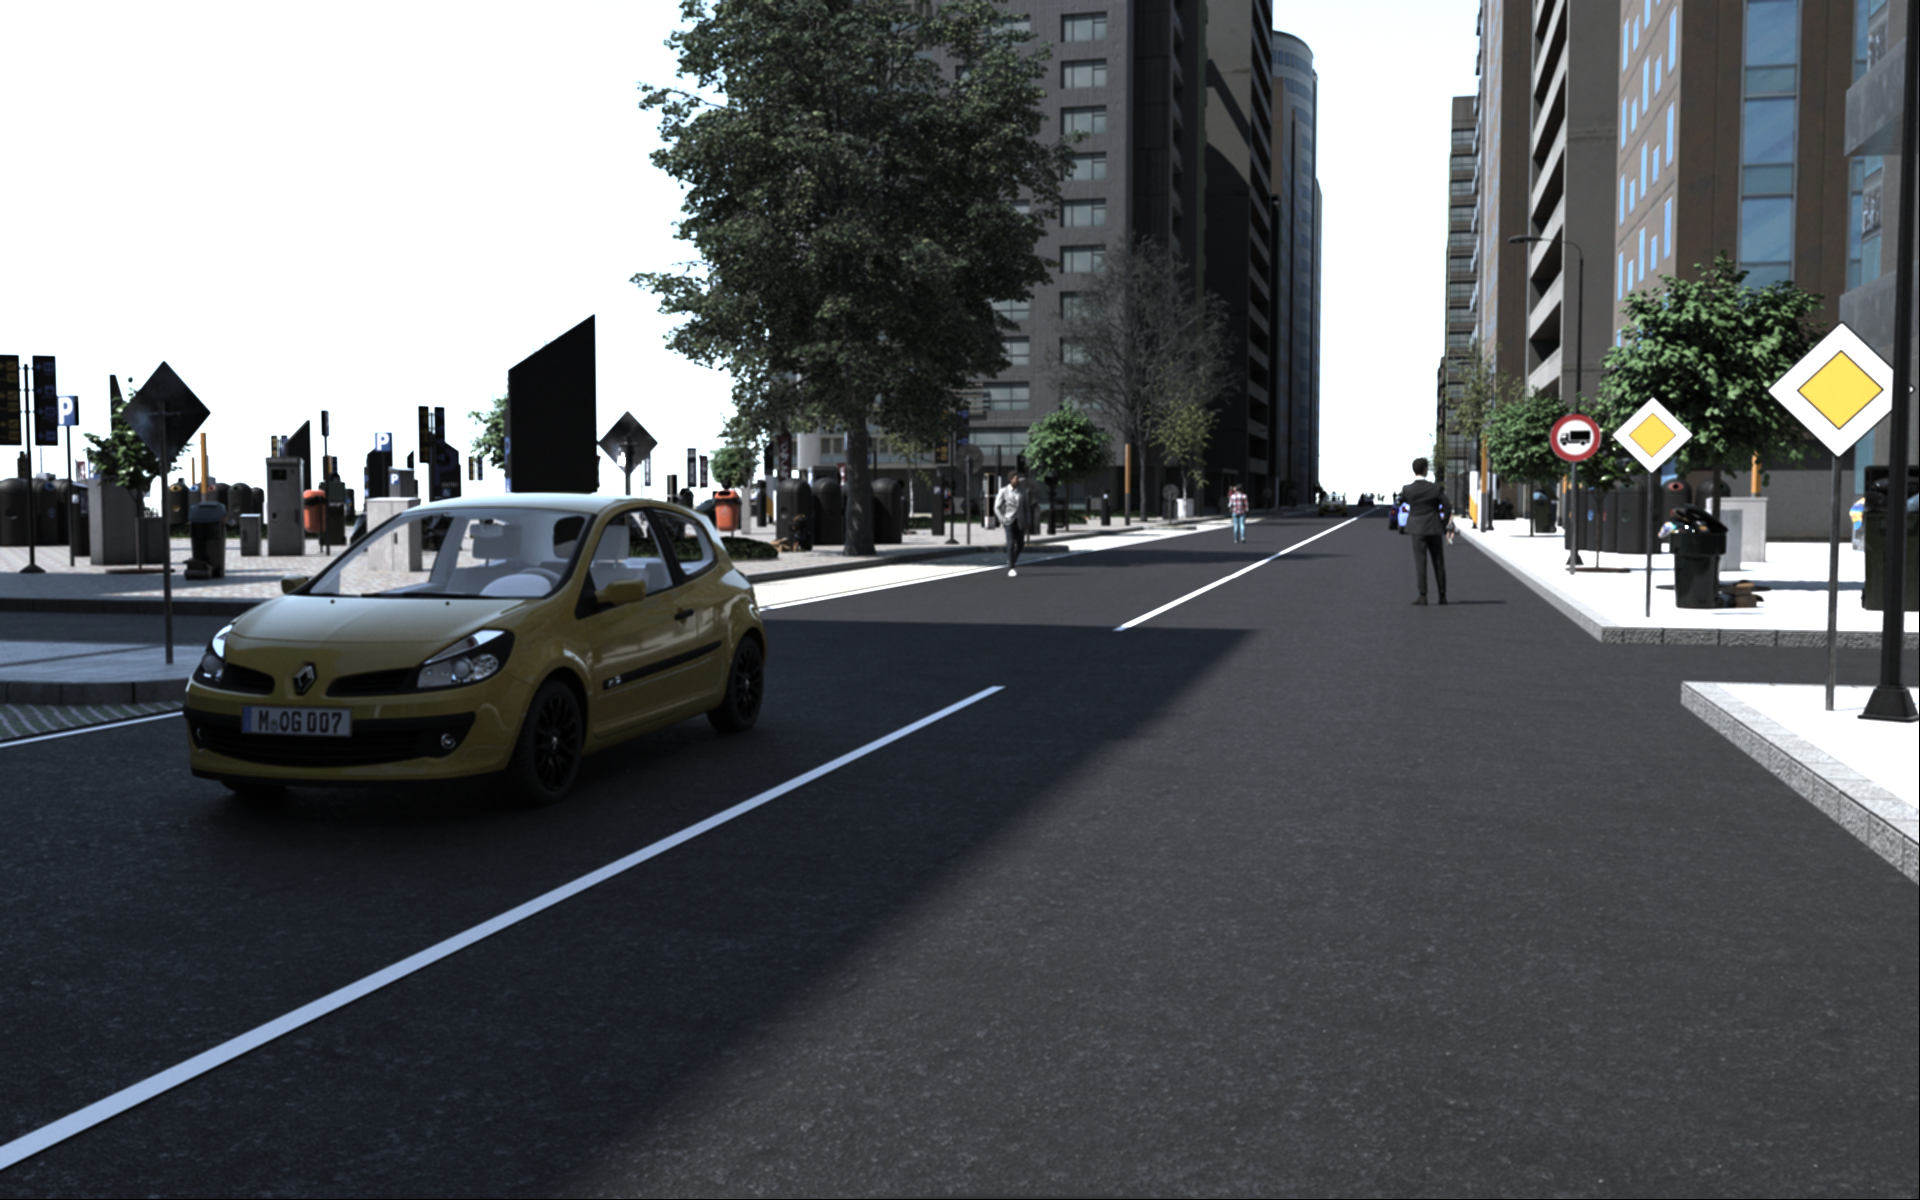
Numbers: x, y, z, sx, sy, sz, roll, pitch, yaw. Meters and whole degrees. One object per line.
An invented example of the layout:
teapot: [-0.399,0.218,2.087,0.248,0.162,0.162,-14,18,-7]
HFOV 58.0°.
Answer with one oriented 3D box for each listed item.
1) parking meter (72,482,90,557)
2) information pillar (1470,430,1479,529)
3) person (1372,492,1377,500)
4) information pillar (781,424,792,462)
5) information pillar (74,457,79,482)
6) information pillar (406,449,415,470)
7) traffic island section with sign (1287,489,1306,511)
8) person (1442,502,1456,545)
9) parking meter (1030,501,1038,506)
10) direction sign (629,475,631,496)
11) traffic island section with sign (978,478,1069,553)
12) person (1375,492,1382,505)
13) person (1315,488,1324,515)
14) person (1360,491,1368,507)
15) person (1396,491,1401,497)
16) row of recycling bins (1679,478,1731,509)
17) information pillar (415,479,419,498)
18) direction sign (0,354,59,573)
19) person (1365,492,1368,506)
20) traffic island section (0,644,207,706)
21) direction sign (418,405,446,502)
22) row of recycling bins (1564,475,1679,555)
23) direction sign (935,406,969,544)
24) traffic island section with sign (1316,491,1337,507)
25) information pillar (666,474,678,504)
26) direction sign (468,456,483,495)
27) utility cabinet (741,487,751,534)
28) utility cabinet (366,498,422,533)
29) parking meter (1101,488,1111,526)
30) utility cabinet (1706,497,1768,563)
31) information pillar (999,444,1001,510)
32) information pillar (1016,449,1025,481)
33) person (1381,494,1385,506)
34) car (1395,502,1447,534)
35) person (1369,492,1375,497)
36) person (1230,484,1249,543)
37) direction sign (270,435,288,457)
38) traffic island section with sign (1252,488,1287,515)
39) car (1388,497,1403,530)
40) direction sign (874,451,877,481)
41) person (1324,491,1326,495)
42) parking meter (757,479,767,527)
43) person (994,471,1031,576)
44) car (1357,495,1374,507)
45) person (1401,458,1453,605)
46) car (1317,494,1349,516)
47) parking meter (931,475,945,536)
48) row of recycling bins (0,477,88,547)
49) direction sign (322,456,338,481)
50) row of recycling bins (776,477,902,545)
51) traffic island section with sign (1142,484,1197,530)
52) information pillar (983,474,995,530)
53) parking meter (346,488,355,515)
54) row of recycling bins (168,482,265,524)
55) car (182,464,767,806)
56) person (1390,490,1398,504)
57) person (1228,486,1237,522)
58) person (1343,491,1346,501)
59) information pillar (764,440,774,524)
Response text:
parking meter: [-18.067,-1.662,35.580,0.372,1.533,0.369,0,3,0]
information pillar: [18.854,-4.411,63.468,0.183,3.616,0.504,-1,4,-12]
person: [58.301,-14.383,244.180,0.721,1.766,1.217,-3,5,-41]
information pillar: [-5.720,-4.016,57.017,0.183,3.616,0.504,2,4,33]
information pillar: [-55.869,-7.232,109.590,0.504,3.616,0.183,3,5,45]
information pillar: [-28.612,-6.051,90.284,0.183,3.616,0.504,2,4,29]
traffic island section with sign: [27.527,-8.219,143.000,1.989,1.847,2.006,1,4,14]
person: [13.739,-2.160,48.825,0.382,1.210,0.505,-3,4,-37]
parking meter: [2.809,-3.568,66.747,0.372,1.533,0.369,0,3,0]
direction sign: [-12.185,-4.403,63.986,0.379,3.537,0.876,0,3,0]
traffic island section with sign: [1.629,-2.084,42.695,1.989,1.847,2.006,1,4,14]
person: [57.294,-13.918,236.845,1.217,1.735,0.721,3,4,36]
person: [24.474,-6.669,117.548,0.705,1.822,1.348,3,5,41]
person: [44.816,-11.197,192.104,0.750,1.759,0.617,-1,4,-15]
person: [50.871,-11.725,200.140,1.348,1.831,0.705,0,4,-4]
row of recycling bins: [18.145,-2.327,45.155,3.534,1.692,1.069,1,4,14]
information pillar: [-26.716,-4.925,85.022,0.304,2.012,0.304,-1,4,-17]
direction sign: [-15.166,-2.215,28.216,0.876,3.537,0.379,-1,4,-20]
person: [50.537,-12.605,215.307,1.217,1.735,0.721,2,4,27]
traffic island section: [-6.012,0.560,13.129,2.009,0.180,2.903,1,4,14]
direction sign: [-13.576,-3.217,44.593,0.379,3.537,0.876,2,4,31]
row of recycling bins: [14.439,-1.907,38.286,1.069,1.692,3.534,0,4,-4]
direction sign: [-0.205,-3.209,44.456,0.876,3.537,0.379,0,3,0]
traffic island section with sign: [41.655,-11.563,197.688,1.989,1.847,2.006,1,4,14]
information pillar: [-10.525,-3.598,63.326,0.304,2.012,0.304,3,5,42]
direction sign: [-28.721,-6.774,102.759,0.876,3.537,0.379,0,4,-2]
utility cabinet: [-6.862,-2.868,55.563,0.318,1.500,1.173,0,4,-7]
utility cabinet: [-9.425,-1.081,28.839,1.020,1.237,0.306,2,4,30]
parking meter: [5.912,-3.779,70.198,0.372,1.533,0.369,0,3,0]
utility cabinet: [14.512,-1.299,32.403,1.020,1.237,0.306,0,4,6]
information pillar: [1.876,-5.514,81.513,0.183,3.616,0.504,0,4,5]
information pillar: [3.124,-5.962,88.834,0.504,3.616,0.183,-1,4,-13]
person: [51.600,-12.200,211.161,0.799,1.438,0.628,3,5,45]
car: [16.818,-3.263,62.938,1.945,1.707,3.694,1,4,14]
person: [51.674,-12.739,217.504,1.217,1.743,0.721,-2,4,-24]
person: [8.206,-2.543,50.915,0.563,1.720,0.643,1,4,19]
direction sign: [-26.054,-4.549,66.376,0.876,3.537,0.379,2,4,26]
traffic island section with sign: [20.784,-6.622,116.899,1.989,1.847,2.006,1,4,14]
car: [18.409,-3.545,70.538,1.945,1.354,3.894,1,4,16]
direction sign: [-4.477,-6.086,91.509,0.379,3.537,0.876,0,4,5]
person: [39.474,-10.907,187.376,0.434,1.755,0.990,2,4,31]
parking meter: [-7.759,-3.797,67.785,0.255,1.863,0.399,-2,4,-33]
person: [0.906,-1.353,30.475,0.661,1.843,0.795,-1,4,-20]
car: [46.874,-11.464,200.016,1.945,1.354,3.894,1,4,16]
person: [6.023,-0.891,22.437,0.648,1.900,0.474,0,4,3]
car: [24.456,-6.315,113.481,2.015,1.641,3.980,1,4,15]
parking meter: [-0.691,-2.922,53.479,0.399,1.863,0.255,1,4,13]
row of recycling bins: [-22.937,-2.240,43.738,1.069,1.692,3.534,1,4,12]
direction sign: [-37.335,-6.772,102.723,0.876,3.537,0.379,-2,4,-27]
row of recycling bins: [-3.004,-2.252,43.926,3.534,1.692,1.069,-2,4,-35]
traffic island section with sign: [8.363,-3.680,68.799,1.989,1.847,2.006,1,4,14]
information pillar: [1.084,-3.556,62.631,0.304,2.012,0.304,-1,4,-22]
parking meter: [-26.011,-4.005,73.900,0.372,1.533,0.369,0,3,0]
row of recycling bins: [-25.978,-3.235,60.001,3.534,1.692,1.069,1,4,20]
car: [-2.403,0.055,9.320,2.015,1.641,3.980,1,4,13]
person: [49.220,-11.507,196.275,0.705,1.869,1.348,-3,4,-37]
person: [13.715,-4.792,86.827,0.580,1.828,0.573,2,4,28]
person: [41.106,-10.779,185.517,0.721,1.735,1.217,0,4,7]
information pillar: [-8.254,-5.106,74.839,0.504,3.616,0.183,-3,5,-43]
